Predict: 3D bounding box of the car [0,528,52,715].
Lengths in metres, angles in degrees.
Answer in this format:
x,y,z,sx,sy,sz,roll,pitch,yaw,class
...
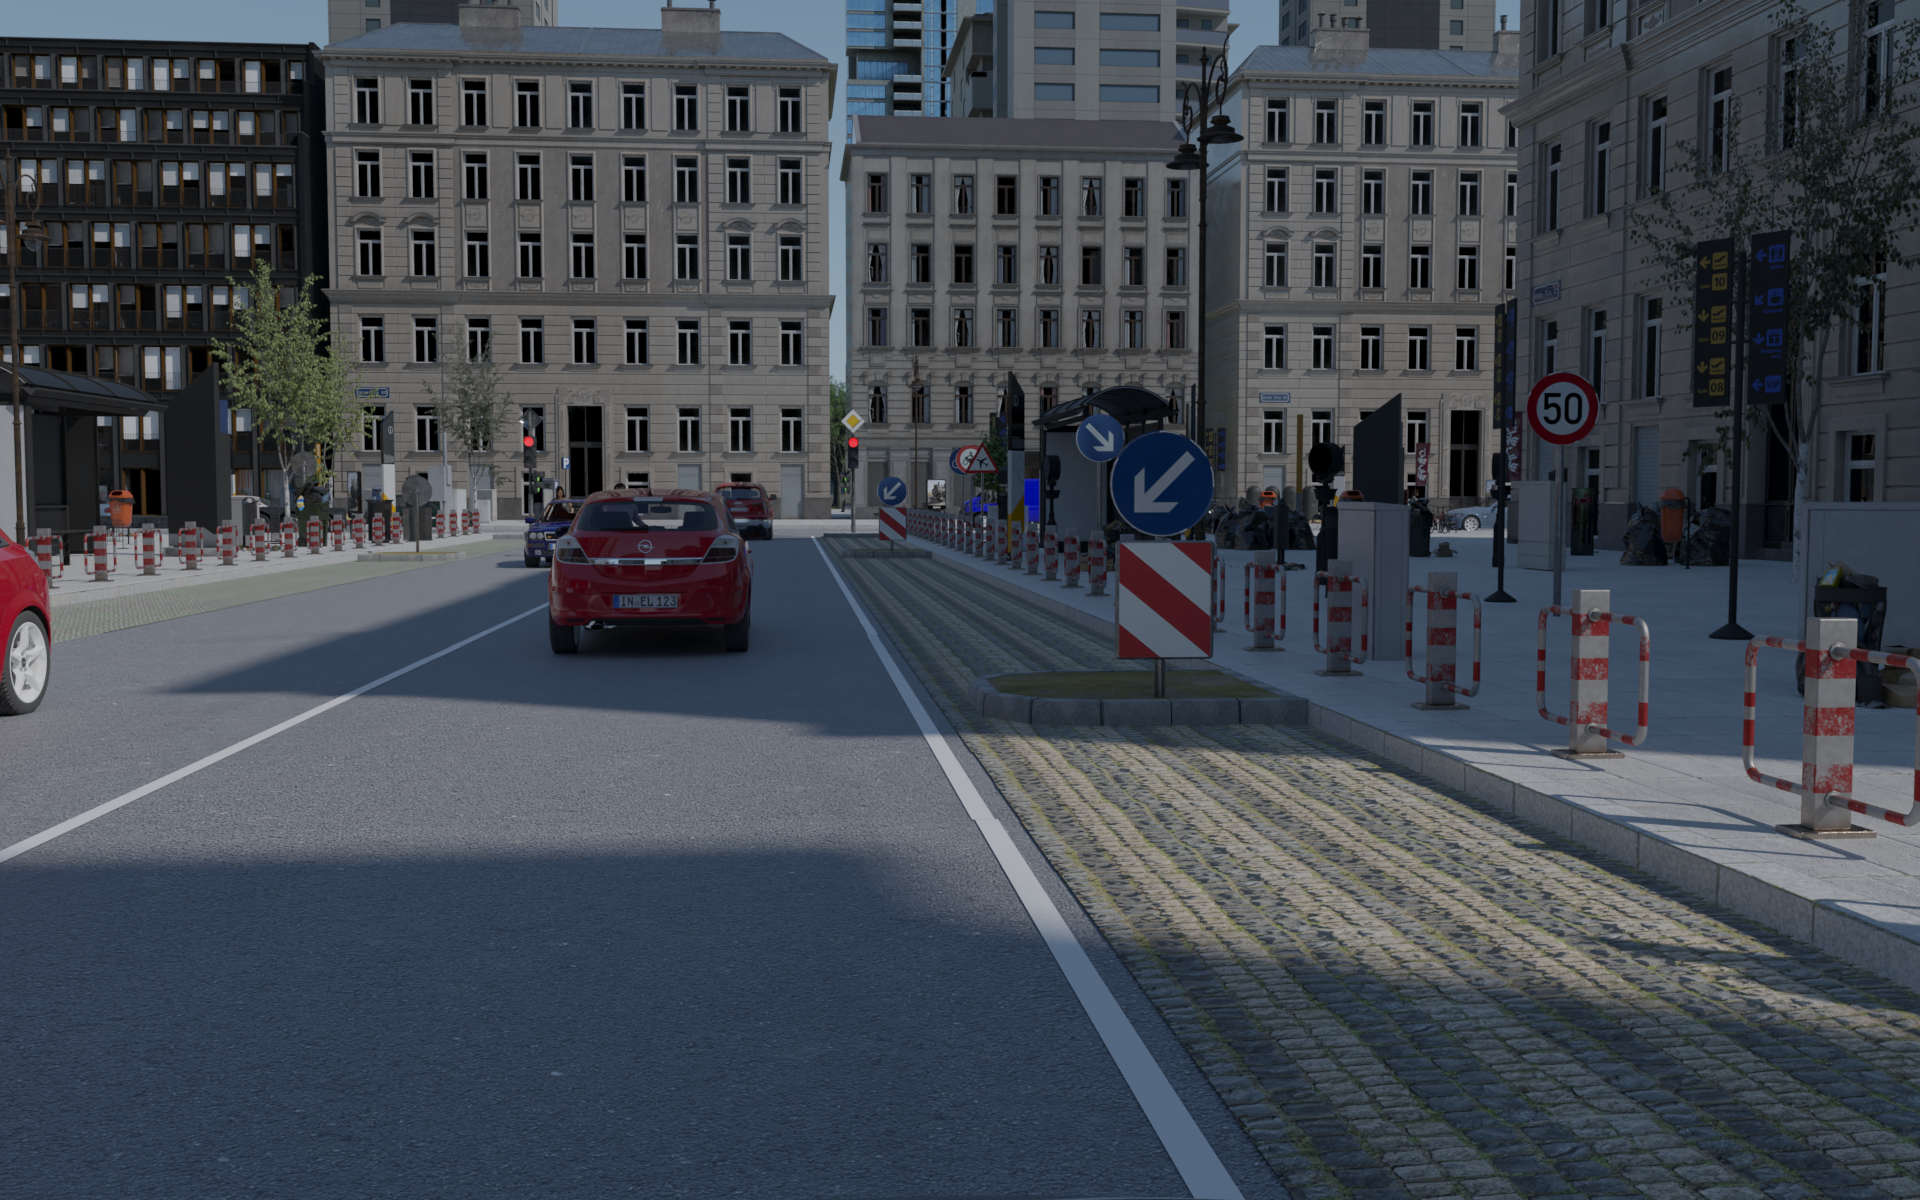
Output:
x,y,z,sx,sy,sz,roll,pitch,yaw,class
-6.821,-0.043,9.750,2.155,1.783,4.494,0,4,-5,car

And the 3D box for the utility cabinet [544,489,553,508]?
x,y,z,sx,sy,sz,roll,pitch,yaw,class
-19.177,-4.408,80.750,0.318,1.500,1.173,0,4,-8,utility cabinet

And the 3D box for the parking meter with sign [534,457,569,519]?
x,y,z,sx,sy,sz,roll,pitch,yaw,class
-19.501,-5.278,82.557,1.738,3.016,0.543,1,4,21,parking meter with sign

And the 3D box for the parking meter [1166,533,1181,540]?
x,y,z,sx,sy,sz,roll,pitch,yaw,class
4.188,-1.737,34.106,0.255,1.863,0.399,2,4,26,parking meter

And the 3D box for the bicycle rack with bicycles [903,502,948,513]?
x,y,z,sx,sy,sz,roll,pitch,yaw,class
-1.765,-4.192,81.916,2.925,0.926,2.852,3,4,38,bicycle rack with bicycles

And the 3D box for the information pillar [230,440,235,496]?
x,y,z,sx,sy,sz,roll,pitch,yaw,class
-31.270,-5.079,74.392,0.183,3.616,0.504,-3,5,-41,information pillar

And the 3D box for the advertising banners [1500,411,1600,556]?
x,y,z,sx,sy,sz,roll,pitch,yaw,class
12.286,-2.450,36.247,2.074,3.025,0.090,2,4,26,advertising banners

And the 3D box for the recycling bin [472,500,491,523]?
x,y,z,sx,sy,sz,roll,pitch,yaw,class
-20.989,-3.880,75.999,0.722,1.027,0.722,-1,4,-10,recycling bin

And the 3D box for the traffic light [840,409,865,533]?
x,y,z,sx,sy,sz,roll,pitch,yaw,class
-3.561,-4.191,57.450,0.839,4.253,0.868,0,4,-6,traffic light

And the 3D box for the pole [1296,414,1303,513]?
x,y,z,sx,sy,sz,roll,pitch,yaw,class
8.695,-3.090,44.361,0.158,3.312,0.155,0,3,0,pole

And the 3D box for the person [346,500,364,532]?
x,y,z,sx,sy,sz,roll,pitch,yaw,class
-22.676,-3.394,64.938,0.436,1.711,0.756,-3,5,-40,person

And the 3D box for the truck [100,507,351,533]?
x,y,z,sx,sy,sz,roll,pitch,yaw,class
-30.716,-4.296,59.996,18.799,4.110,2.967,0,4,-7,truck

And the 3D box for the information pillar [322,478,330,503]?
x,y,z,sx,sy,sz,roll,pitch,yaw,class
-29.165,-4.596,79.629,0.304,2.012,0.304,3,5,40,information pillar

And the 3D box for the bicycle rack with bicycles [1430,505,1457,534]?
x,y,z,sx,sy,sz,roll,pitch,yaw,class
15.242,-2.662,56.899,2.925,0.926,2.852,-3,5,-39,bicycle rack with bicycles

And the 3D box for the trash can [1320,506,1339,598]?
x,y,z,sx,sy,sz,roll,pitch,yaw,class
4.602,-0.531,20.334,0.748,1.137,0.748,0,3,0,trash can

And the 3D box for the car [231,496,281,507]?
x,y,z,sx,sy,sz,roll,pitch,yaw,class
-27.340,-3.333,66.860,4.827,1.381,2.083,0,4,-4,car

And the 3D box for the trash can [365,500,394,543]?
x,y,z,sx,sy,sz,roll,pitch,yaw,class
-15.155,-2.055,45.261,0.748,1.137,0.748,0,3,0,trash can

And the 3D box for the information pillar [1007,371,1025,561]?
x,y,z,sx,sy,sz,roll,pitch,yaw,class
1.071,-2.559,33.197,0.183,3.616,0.504,2,4,34,information pillar

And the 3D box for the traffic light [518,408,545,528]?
x,y,z,sx,sy,sz,roll,pitch,yaw,class
-13.969,-4.127,56.395,0.839,4.253,0.868,0,4,-6,traffic light

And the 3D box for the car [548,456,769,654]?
x,y,z,sx,sy,sz,roll,pitch,yaw,class
-2.968,-0.494,17.122,2.155,1.783,4.494,0,4,-7,car

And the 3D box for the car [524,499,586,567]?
x,y,z,sx,sy,sz,roll,pitch,yaw,class
-7.751,-1.380,35.149,1.945,1.354,3.894,0,4,-5,car

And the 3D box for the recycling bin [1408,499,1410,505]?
x,y,z,sx,sy,sz,roll,pitch,yaw,class
22.600,-4.558,87.076,0.722,1.027,0.722,0,4,8,recycling bin

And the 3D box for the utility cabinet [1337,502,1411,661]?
x,y,z,sx,sy,sz,roll,pitch,yaw,class
3.291,-0.162,13.808,0.306,1.237,1.020,0,4,-3,utility cabinet

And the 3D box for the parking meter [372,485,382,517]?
x,y,z,sx,sy,sz,roll,pitch,yaw,class
-16.922,-2.573,50.474,0.372,1.533,0.369,0,3,0,parking meter

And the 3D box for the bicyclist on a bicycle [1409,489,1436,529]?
x,y,z,sx,sy,sz,roll,pitch,yaw,class
16.740,-3.271,63.504,1.625,1.676,1.499,0,4,-7,bicyclist on a bicycle

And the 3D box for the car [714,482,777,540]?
x,y,z,sx,sy,sz,roll,pitch,yaw,class
-7.011,-2.860,55.437,2.281,1.827,5.304,0,4,-5,car

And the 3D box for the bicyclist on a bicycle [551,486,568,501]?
x,y,z,sx,sy,sz,roll,pitch,yaw,class
-9.150,-1.811,39.630,1.499,1.676,1.625,0,4,-4,bicyclist on a bicycle

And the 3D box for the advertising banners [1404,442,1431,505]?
x,y,z,sx,sy,sz,roll,pitch,yaw,class
15.097,-3.862,59.329,2.074,3.025,0.090,2,4,35,advertising banners

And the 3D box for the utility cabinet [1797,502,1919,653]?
x,y,z,sx,sy,sz,roll,pitch,yaw,class
7.260,-0.160,13.782,1.020,1.237,0.306,1,4,16,utility cabinet

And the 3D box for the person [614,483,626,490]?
x,y,z,sx,sy,sz,roll,pitch,yaw,class
-4.681,-0.828,24.002,0.963,1.587,0.435,-3,4,-37,person

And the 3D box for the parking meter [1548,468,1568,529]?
x,y,z,sx,sy,sz,roll,pitch,yaw,class
13.268,-2.004,38.481,0.399,1.863,0.255,-2,4,-32,parking meter

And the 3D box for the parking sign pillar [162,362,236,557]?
x,y,z,sx,sy,sz,roll,pitch,yaw,class
-15.784,-2.900,35.887,1.447,3.967,1.447,1,4,19,parking sign pillar

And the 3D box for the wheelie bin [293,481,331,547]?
x,y,z,sx,sy,sz,roll,pitch,yaw,class
-15.713,-2.092,42.106,0.693,1.594,0.980,0,4,7,wheelie bin

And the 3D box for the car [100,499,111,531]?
x,y,z,sx,sy,sz,roll,pitch,yaw,class
-34.327,-3.307,66.065,4.499,1.417,2.014,0,4,-4,car

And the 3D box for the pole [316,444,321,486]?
x,y,z,sx,sy,sz,roll,pitch,yaw,class
-25.995,-4.671,70.210,0.158,3.312,0.155,0,3,0,pole

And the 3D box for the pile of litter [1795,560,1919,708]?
x,y,z,sx,sy,sz,roll,pitch,yaw,class
5.950,0.178,11.047,1.719,0.858,1.176,-3,5,-41,pile of litter

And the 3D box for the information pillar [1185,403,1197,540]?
x,y,z,sx,sy,sz,roll,pitch,yaw,class
5.977,-3.271,44.840,0.183,3.616,0.504,3,4,36,information pillar

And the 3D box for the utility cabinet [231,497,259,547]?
x,y,z,sx,sy,sz,roll,pitch,yaw,class
-17.365,-1.868,41.704,1.020,1.237,0.306,1,4,19,utility cabinet

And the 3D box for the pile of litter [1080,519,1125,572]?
x,y,z,sx,sy,sz,roll,pitch,yaw,class
2.311,-0.927,29.116,1.176,0.858,1.719,2,4,29,pile of litter

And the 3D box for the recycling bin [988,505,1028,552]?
x,y,z,sx,sy,sz,roll,pitch,yaw,class
1.072,-1.586,38.487,0.722,1.027,0.722,2,4,23,recycling bin

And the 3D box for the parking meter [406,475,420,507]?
x,y,z,sx,sy,sz,roll,pitch,yaw,class
-16.339,-2.815,51.730,0.255,1.863,0.399,1,4,21,parking meter

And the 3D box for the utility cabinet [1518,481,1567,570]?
x,y,z,sx,sy,sz,roll,pitch,yaw,class
9.851,-1.261,29.288,0.318,1.500,1.173,0,4,-7,utility cabinet

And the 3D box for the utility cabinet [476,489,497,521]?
x,y,z,sx,sy,sz,roll,pitch,yaw,class
-22.222,-4.427,81.060,1.173,1.500,0.318,2,4,30,utility cabinet

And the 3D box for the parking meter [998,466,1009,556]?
x,y,z,sx,sy,sz,roll,pitch,yaw,class
0.954,-1.842,35.835,0.255,1.863,0.399,1,4,18,parking meter

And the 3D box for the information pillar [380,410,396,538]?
x,y,z,sx,sy,sz,roll,pitch,yaw,class
-15.929,-3.481,48.273,0.183,3.616,0.504,1,4,21,information pillar

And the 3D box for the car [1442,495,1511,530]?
x,y,z,sx,sy,sz,roll,pitch,yaw,class
20.328,-3.241,64.997,4.499,1.417,2.014,0,4,-5,car

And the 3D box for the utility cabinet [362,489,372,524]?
x,y,z,sx,sy,sz,roll,pitch,yaw,class
-24.692,-3.915,72.688,1.173,1.500,0.318,3,4,38,utility cabinet

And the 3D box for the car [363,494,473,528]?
x,y,z,sx,sy,sz,roll,pitch,yaw,class
-20.857,-3.494,66.914,4.222,1.686,2.009,0,4,-6,car

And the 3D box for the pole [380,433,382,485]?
x,y,z,sx,sy,sz,roll,pitch,yaw,class
-18.013,-3.690,54.169,0.158,3.312,0.155,0,3,0,pole

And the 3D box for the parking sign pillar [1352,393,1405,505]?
x,y,z,sx,sy,sz,roll,pitch,yaw,class
11.266,-3.557,46.636,1.447,3.967,1.447,2,4,35,parking sign pillar

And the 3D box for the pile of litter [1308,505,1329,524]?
x,y,z,sx,sy,sz,roll,pitch,yaw,class
15.741,-3.735,75.034,1.176,0.858,1.719,-3,5,-45,pile of litter

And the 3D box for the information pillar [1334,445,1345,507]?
x,y,z,sx,sy,sz,roll,pitch,yaw,class
17.819,-5.497,81.225,0.504,3.616,0.183,1,4,20,information pillar

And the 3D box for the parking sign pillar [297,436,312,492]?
x,y,z,sx,sy,sz,roll,pitch,yaw,class
-30.773,-5.674,81.243,1.447,3.967,1.447,-2,4,-29,parking sign pillar
